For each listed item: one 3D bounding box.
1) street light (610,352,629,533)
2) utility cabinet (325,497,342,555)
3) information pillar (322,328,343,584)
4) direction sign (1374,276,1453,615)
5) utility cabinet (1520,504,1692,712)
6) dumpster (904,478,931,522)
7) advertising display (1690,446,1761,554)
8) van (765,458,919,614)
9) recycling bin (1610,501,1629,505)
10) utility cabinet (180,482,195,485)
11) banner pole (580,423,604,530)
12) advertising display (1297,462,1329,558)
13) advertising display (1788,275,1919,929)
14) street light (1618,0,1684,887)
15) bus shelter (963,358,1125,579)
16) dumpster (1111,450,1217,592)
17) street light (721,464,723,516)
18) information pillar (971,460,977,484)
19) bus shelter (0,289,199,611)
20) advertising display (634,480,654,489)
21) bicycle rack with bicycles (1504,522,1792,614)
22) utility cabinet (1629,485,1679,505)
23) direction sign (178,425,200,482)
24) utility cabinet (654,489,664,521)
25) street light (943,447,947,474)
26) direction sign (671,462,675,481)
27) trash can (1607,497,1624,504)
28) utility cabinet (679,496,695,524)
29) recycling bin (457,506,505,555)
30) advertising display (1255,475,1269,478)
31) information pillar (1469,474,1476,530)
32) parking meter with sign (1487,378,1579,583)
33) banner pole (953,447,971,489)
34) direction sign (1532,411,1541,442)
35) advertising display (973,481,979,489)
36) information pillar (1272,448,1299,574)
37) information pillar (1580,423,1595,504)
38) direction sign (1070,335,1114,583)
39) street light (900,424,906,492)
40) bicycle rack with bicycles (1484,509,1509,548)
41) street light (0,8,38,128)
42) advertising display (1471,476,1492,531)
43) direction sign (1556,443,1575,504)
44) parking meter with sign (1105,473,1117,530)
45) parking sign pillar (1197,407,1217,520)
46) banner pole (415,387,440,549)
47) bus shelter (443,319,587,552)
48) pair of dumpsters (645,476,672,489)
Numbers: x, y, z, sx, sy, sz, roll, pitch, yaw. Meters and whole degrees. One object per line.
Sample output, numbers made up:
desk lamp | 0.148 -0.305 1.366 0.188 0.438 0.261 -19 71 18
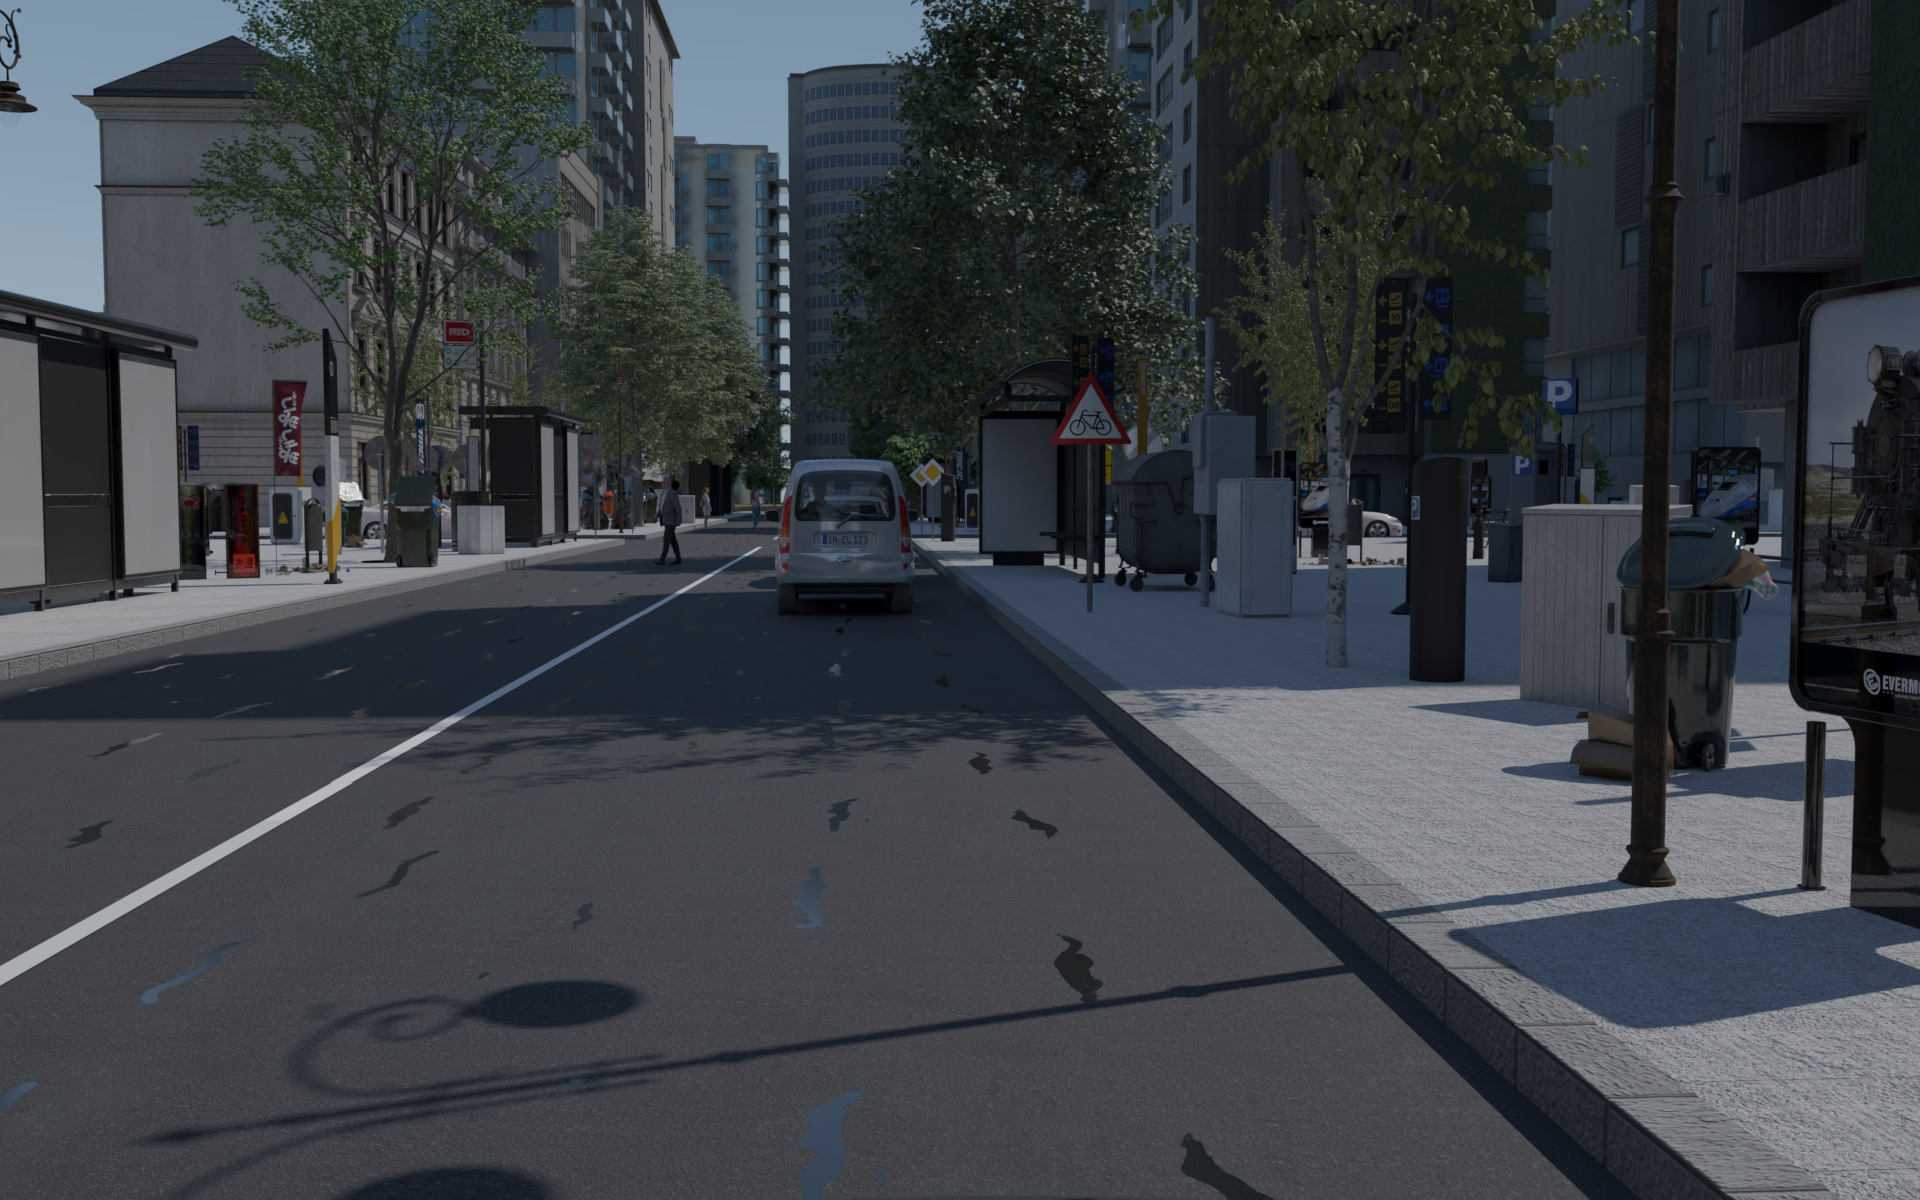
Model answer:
street light | -11.098 -5.125 56.575 0.468 5.910 1.993 0 4 -3
utility cabinet | -13.386 -1.582 37.024 0.306 1.237 1.020 -1 4 -22
information pillar | -8.967 -2.041 24.726 0.183 3.616 0.504 0 4 -7
direction sign | 4.794 -1.615 18.398 0.876 3.537 0.379 3 5 43
utility cabinet | 3.850 0.046 10.408 0.306 1.237 1.020 -2 4 -29
dumpster | -1.768 -4.668 78.821 1.502 2.255 1.985 0 4 -3
advertising display | 10.413 -1.124 23.588 0.974 1.923 0.123 -1 4 -9
van | -1.496 -0.925 22.132 2.013 2.044 4.112 0 4 -5
recycling bin | 24.458 -3.135 63.818 0.722 1.027 0.722 -3 4 -36
utility cabinet | -13.931 -1.373 31.126 0.318 1.500 1.173 -2 4 -29
banner pole | -13.003 -4.350 61.140 0.863 3.779 0.401 1 4 9
advertising display | 7.301 -1.826 35.067 0.974 1.923 0.123 -1 4 -11
advertising display | 2.855 0.003 5.165 0.123 1.923 0.974 -1 4 -12
street light | 2.274 -2.004 5.555 0.468 5.910 1.993 0 4 -3
bus shelter | 1.280 -2.117 28.539 2.014 3.302 5.546 0 4 -4
dumpster | 2.788 -1.081 23.430 1.264 1.857 1.865 0 4 -3
street light | -13.618 -7.718 98.970 0.468 5.910 1.993 0 4 -3
information pillar | 0.920 -7.769 118.371 0.504 3.616 0.183 0 4 1
bus shelter | -10.792 -2.486 18.280 2.179 5.291 8.768 0 4 -3
advertising display | -14.025 -4.375 76.749 0.974 1.923 0.123 -2 4 -31
bicycle rack with bicycles | 7.787 -0.338 18.907 2.852 0.926 2.925 0 4 3
utility cabinet | 17.520 -2.143 43.722 1.173 1.500 0.318 0 4 -7
direction sign | -25.558 -3.987 57.181 0.876 3.537 0.379 -1 4 -9
utility cabinet | -14.539 -4.575 83.488 1.173 1.500 0.318 -2 4 -28
street light | -0.403 -4.587 47.791 0.468 5.910 1.993 0 4 -3
direction sign | -17.675 -7.037 107.050 0.379 3.537 0.876 -2 4 -32
trash can | 30.350 -4.195 80.249 0.748 1.137 0.748 0 3 0
utility cabinet | -12.036 -3.915 75.168 1.020 1.237 0.306 0 4 -1
recycling bin | -10.214 -1.492 36.941 0.722 1.027 0.722 3 4 36
advertising display | 10.161 -3.335 59.738 0.974 1.923 0.123 2 4 26
information pillar | 18.473 -3.523 62.090 0.304 2.012 0.304 0 4 -2
parking meter with sign | 8.445 -1.795 25.603 1.738 3.016 0.543 -3 5 -43
banner pole | 0.135 -4.332 60.840 0.863 3.779 0.401 -1 4 -19
direction sign | 15.783 -3.397 47.539 0.379 3.537 0.876 0 4 6
advertising display | 0.913 -4.983 86.684 0.123 1.923 0.974 -1 4 -22
information pillar | 5.197 -1.420 27.707 0.304 2.012 0.304 -1 4 -21
information pillar | 20.786 -4.036 57.338 0.504 3.616 0.183 -1 4 -17
direction sign | 1.908 -2.018 24.987 0.876 3.537 0.379 -3 5 -42
street light | -2.898 -7.113 89.084 0.468 5.910 1.993 0 4 -3
bicycle rack with bicycles | 13.440 -1.702 41.211 2.925 0.926 2.852 -2 4 -29
street light | -8.639 -2.595 15.215 0.468 5.910 1.993 0 4 -3
advertising display | 18.256 -3.392 60.673 0.123 1.923 0.974 -1 4 -20
direction sign | 27.113 -5.235 77.587 0.876 3.537 0.379 -1 4 -11
parking meter with sign | 5.967 -4.016 61.920 1.738 3.016 0.543 -1 4 -16
parking sign pillar | 7.124 -3.669 48.460 1.447 3.967 1.447 -3 5 -43
banner pole | -12.413 -3.066 40.152 0.401 3.779 0.863 1 4 9
bus shelter | -10.942 -3.974 42.600 2.179 5.291 8.768 0 4 -3
pair of dumpsters | -16.255 -5.535 92.995 1.574 2.255 4.437 0 4 -3
